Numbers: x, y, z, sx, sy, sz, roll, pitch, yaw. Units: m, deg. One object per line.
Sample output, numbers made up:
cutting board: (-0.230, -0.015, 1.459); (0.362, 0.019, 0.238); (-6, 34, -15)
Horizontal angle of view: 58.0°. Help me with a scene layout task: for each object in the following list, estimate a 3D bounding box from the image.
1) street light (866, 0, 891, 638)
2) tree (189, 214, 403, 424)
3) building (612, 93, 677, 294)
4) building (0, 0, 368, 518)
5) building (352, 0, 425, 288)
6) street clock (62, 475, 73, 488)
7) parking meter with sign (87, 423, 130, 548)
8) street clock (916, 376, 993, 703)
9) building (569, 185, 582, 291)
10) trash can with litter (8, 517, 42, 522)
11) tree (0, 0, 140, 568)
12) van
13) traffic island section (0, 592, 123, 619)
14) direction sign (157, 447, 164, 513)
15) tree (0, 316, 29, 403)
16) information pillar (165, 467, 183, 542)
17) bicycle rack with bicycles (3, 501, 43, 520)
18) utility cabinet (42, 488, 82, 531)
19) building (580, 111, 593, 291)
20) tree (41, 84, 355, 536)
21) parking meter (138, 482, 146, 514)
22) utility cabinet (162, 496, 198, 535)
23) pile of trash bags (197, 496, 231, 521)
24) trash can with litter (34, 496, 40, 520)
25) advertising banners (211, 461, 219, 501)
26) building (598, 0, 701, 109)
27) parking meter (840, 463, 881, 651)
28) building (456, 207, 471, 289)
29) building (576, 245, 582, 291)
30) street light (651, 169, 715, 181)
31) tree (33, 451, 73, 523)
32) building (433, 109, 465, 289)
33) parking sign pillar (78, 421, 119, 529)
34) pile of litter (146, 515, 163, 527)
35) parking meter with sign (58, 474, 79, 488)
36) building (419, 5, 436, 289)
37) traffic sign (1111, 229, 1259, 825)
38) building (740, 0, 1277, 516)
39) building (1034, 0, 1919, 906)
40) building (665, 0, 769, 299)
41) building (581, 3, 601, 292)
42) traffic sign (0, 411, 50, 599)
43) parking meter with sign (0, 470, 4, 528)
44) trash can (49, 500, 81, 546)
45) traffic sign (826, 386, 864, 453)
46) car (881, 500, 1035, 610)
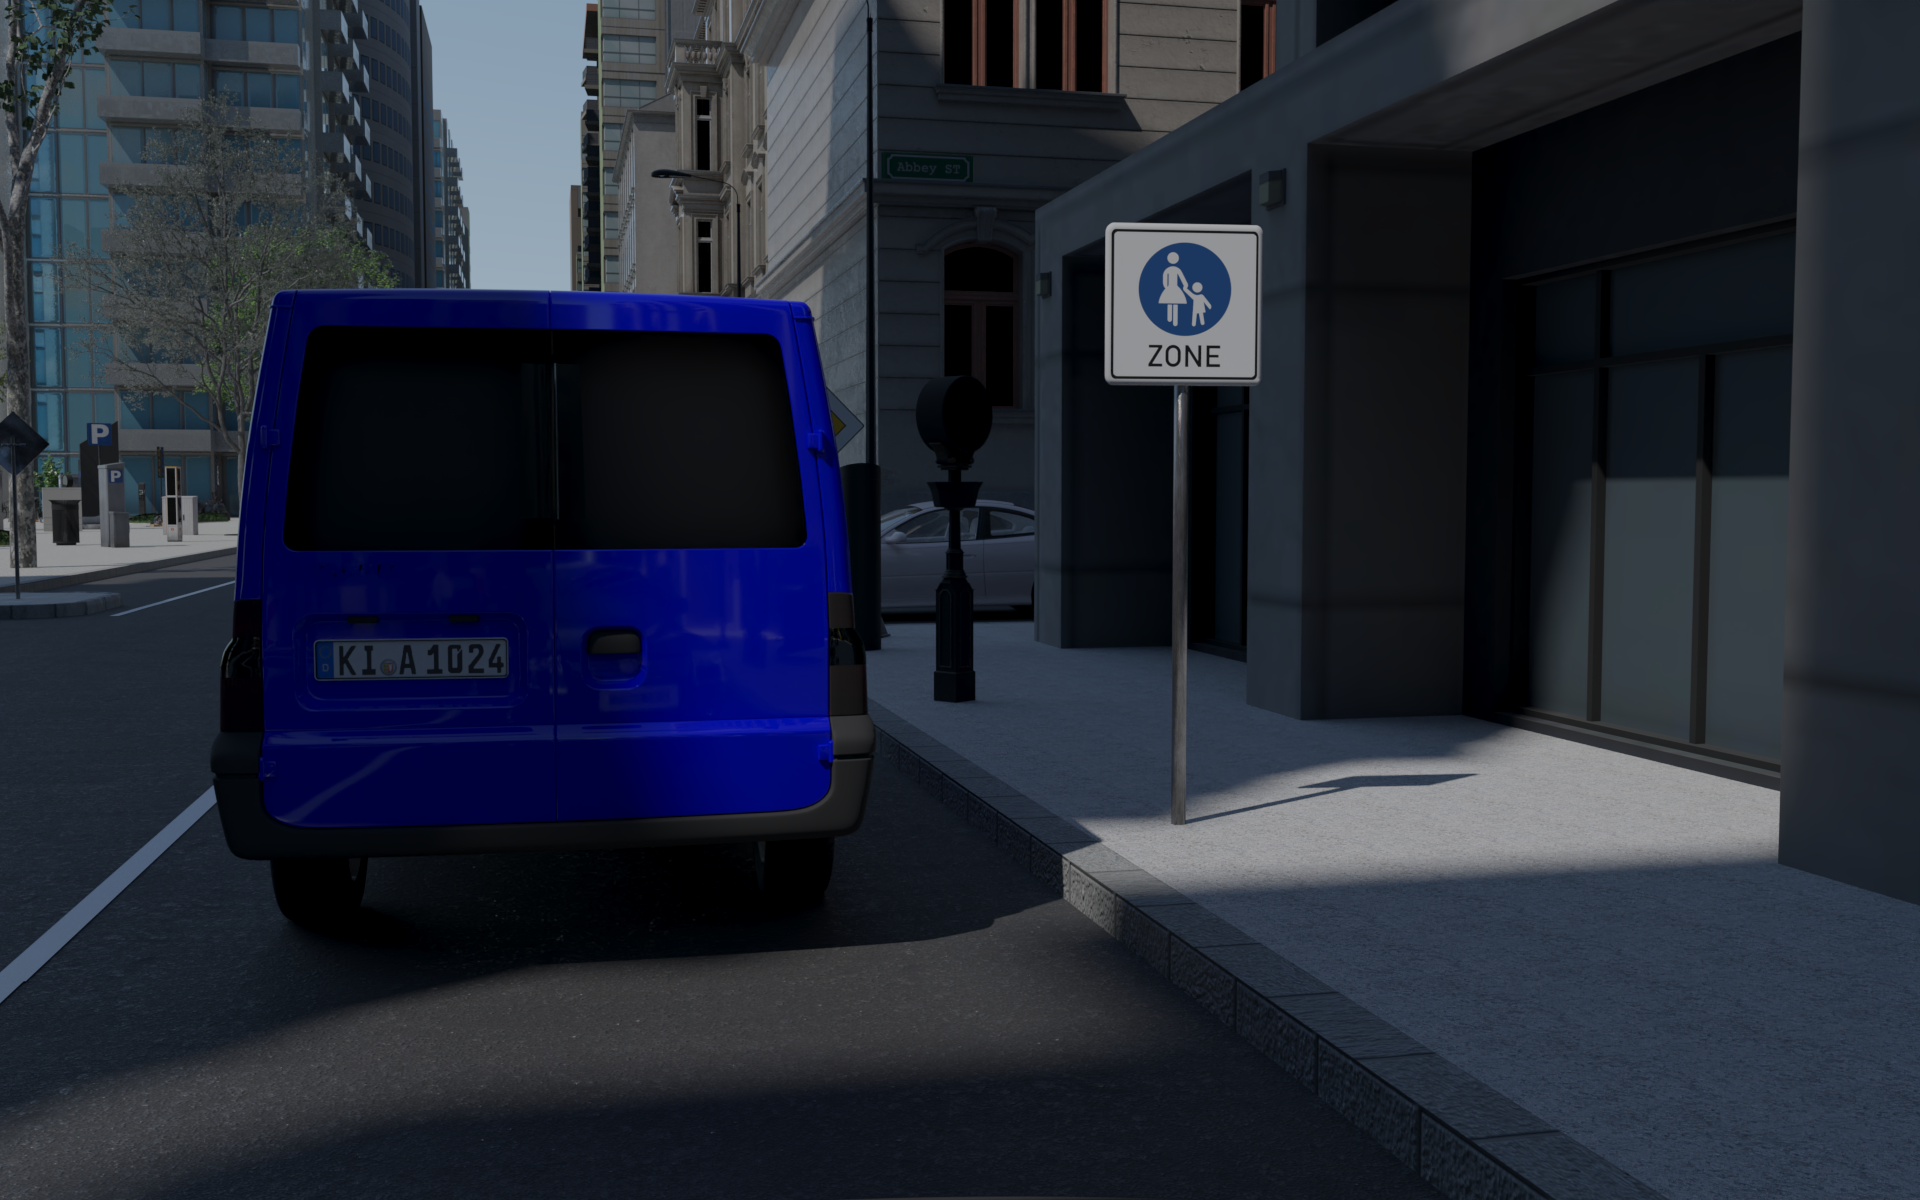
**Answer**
street light: (-1.323, -2.613, 15.271); (1.470, 5.913, 1.316); (-1, 4, -13)
tree: (-24.180, -8.424, 63.483); (9.928, 11.665, 9.643); (0, 3, 0)
building: (-12.296, -14.617, 88.134); (9.793, 20.994, 18.267); (-1, 4, -13)
building: (-48.218, -29.685, 104.955); (23.786, 49.044, 30.456); (-1, 4, -13)
building: (-53.364, -36.180, 133.543); (21.231, 58.520, 28.212); (-1, 4, -13)
street clock: (-33.882, -3.746, 65.815); (0.471, 2.002, 0.358); (3, 5, 41)
parking meter with sign: (-20.548, -2.792, 41.908); (0.543, 3.016, 1.738); (-3, 5, -41)
street clock: (-0.033, -0.375, 10.700); (0.358, 2.002, 0.471); (3, 5, 41)
building: (-47.925, -36.414, 245.486); (14.600, 45.320, 14.200); (-1, 4, -13)
trash can with litter: (-43.190, -4.205, 79.801); (2.233, 1.210, 1.678); (1, 4, 14)
tree: (-17.800, -10.620, 29.520); (12.611, 20.169, 13.585); (0, 3, 0)
van: (-1.728, -0.197, 7.606); (2.240, 2.365, 5.245); (-1, 4, -12)
traffic island section: (-11.536, 0.068, 21.172); (2.009, 0.180, 2.903); (-1, 4, -13)
direction sign: (-38.267, -5.563, 82.953); (0.379, 3.537, 0.876); (0, 4, -7)
tree: (-34.808, -6.723, 60.285); (4.737, 8.622, 4.395); (0, 3, 0)
information pillar: (-21.108, -2.570, 46.505); (0.304, 2.012, 0.304); (0, 4, -2)
bicycle rack with bicycles: (-46.915, -4.486, 86.731); (2.852, 0.926, 2.925); (1, 4, 10)
utility cabinet: (-30.579, -3.077, 58.996); (1.173, 1.500, 0.318); (-2, 4, -30)
building: (-34.205, -30.957, 189.742); (14.154, 41.232, 14.086); (-1, 4, -13)
tree: (-22.205, -8.725, 53.019); (12.009, 13.543, 11.850); (0, 3, 0)
parking meter: (-40.620, -4.912, 86.014); (0.255, 1.863, 0.399); (-1, 4, -12)
utility cabinet: (-24.376, -2.628, 54.133); (1.020, 1.237, 0.306); (0, 4, 6)
pile of trash bags: (-35.615, -4.495, 83.250); (3.447, 1.369, 1.912); (-2, 4, -32)
trash can with litter: (-45.158, -4.437, 83.933); (1.055, 1.170, 0.624); (1, 4, 20)
advertising banners: (-38.726, -5.744, 90.104); (0.090, 3.025, 2.074); (-1, 4, -13)
building: (-15.375, -25.969, 108.183); (14.154, 41.232, 14.086); (-1, 4, -13)
parking meter: (-0.836, -0.358, 14.268); (0.372, 1.533, 0.369); (0, 3, 0)
building: (-74.670, -33.923, 238.239); (14.154, 41.232, 14.086); (-1, 4, -13)
building: (-37.811, -26.421, 203.677); (14.160, 30.474, 14.107); (-1, 4, -13)
street light: (-3.727, -3.211, 25.039); (1.470, 5.913, 1.316); (-1, 4, -13)
tree: (-40.712, -5.063, 77.378); (1.663, 3.219, 1.824); (0, 3, 0)
building: (-73.280, -36.424, 215.137); (23.786, 49.044, 30.456); (-1, 4, -13)
parking sign pillar: (-31.494, -4.580, 63.347); (1.447, 3.967, 1.447); (-3, 4, -38)
pile of litter: (-31.124, -3.323, 68.289); (1.719, 0.858, 1.176); (-1, 4, -14)
parking meter with sign: (-34.371, -4.315, 66.808); (1.738, 3.016, 0.543); (-3, 4, -36)
building: (-54.723, -30.922, 155.680); (14.600, 45.320, 14.200); (-1, 4, -13)
traffic sign: (0.848, -0.277, 6.664); (0.606, 2.300, 0.079); (0, 4, -7)
building: (8.103, -15.018, 32.938); (23.554, 28.519, 14.401); (-1, 4, -13)
building: (12.969, -34.684, 5.342); (20.563, 71.187, 20.611); (-1, 4, -13)
building: (-3.211, -14.900, 62.706); (14.460, 24.649, 34.723); (-1, 4, -13)
building: (-22.820, -30.761, 157.574); (22.147, 44.769, 28.867); (-1, 4, -13)
traffic sign: (-11.515, -1.069, 21.116); (0.795, 2.450, 0.064); (-1, 4, -13)
parking meter with sign: (-31.108, -3.631, 55.623); (0.543, 3.016, 1.738); (-1, 4, -13)
trash can: (-22.378, -1.938, 43.337); (0.748, 1.137, 0.748); (0, 3, 0)
traffic sign: (-1.241, -0.715, 15.339); (0.795, 2.450, 0.064); (-1, 4, -13)
car: (-0.316, -0.491, 20.393); (4.827, 1.381, 2.083); (-1, 4, -13)
